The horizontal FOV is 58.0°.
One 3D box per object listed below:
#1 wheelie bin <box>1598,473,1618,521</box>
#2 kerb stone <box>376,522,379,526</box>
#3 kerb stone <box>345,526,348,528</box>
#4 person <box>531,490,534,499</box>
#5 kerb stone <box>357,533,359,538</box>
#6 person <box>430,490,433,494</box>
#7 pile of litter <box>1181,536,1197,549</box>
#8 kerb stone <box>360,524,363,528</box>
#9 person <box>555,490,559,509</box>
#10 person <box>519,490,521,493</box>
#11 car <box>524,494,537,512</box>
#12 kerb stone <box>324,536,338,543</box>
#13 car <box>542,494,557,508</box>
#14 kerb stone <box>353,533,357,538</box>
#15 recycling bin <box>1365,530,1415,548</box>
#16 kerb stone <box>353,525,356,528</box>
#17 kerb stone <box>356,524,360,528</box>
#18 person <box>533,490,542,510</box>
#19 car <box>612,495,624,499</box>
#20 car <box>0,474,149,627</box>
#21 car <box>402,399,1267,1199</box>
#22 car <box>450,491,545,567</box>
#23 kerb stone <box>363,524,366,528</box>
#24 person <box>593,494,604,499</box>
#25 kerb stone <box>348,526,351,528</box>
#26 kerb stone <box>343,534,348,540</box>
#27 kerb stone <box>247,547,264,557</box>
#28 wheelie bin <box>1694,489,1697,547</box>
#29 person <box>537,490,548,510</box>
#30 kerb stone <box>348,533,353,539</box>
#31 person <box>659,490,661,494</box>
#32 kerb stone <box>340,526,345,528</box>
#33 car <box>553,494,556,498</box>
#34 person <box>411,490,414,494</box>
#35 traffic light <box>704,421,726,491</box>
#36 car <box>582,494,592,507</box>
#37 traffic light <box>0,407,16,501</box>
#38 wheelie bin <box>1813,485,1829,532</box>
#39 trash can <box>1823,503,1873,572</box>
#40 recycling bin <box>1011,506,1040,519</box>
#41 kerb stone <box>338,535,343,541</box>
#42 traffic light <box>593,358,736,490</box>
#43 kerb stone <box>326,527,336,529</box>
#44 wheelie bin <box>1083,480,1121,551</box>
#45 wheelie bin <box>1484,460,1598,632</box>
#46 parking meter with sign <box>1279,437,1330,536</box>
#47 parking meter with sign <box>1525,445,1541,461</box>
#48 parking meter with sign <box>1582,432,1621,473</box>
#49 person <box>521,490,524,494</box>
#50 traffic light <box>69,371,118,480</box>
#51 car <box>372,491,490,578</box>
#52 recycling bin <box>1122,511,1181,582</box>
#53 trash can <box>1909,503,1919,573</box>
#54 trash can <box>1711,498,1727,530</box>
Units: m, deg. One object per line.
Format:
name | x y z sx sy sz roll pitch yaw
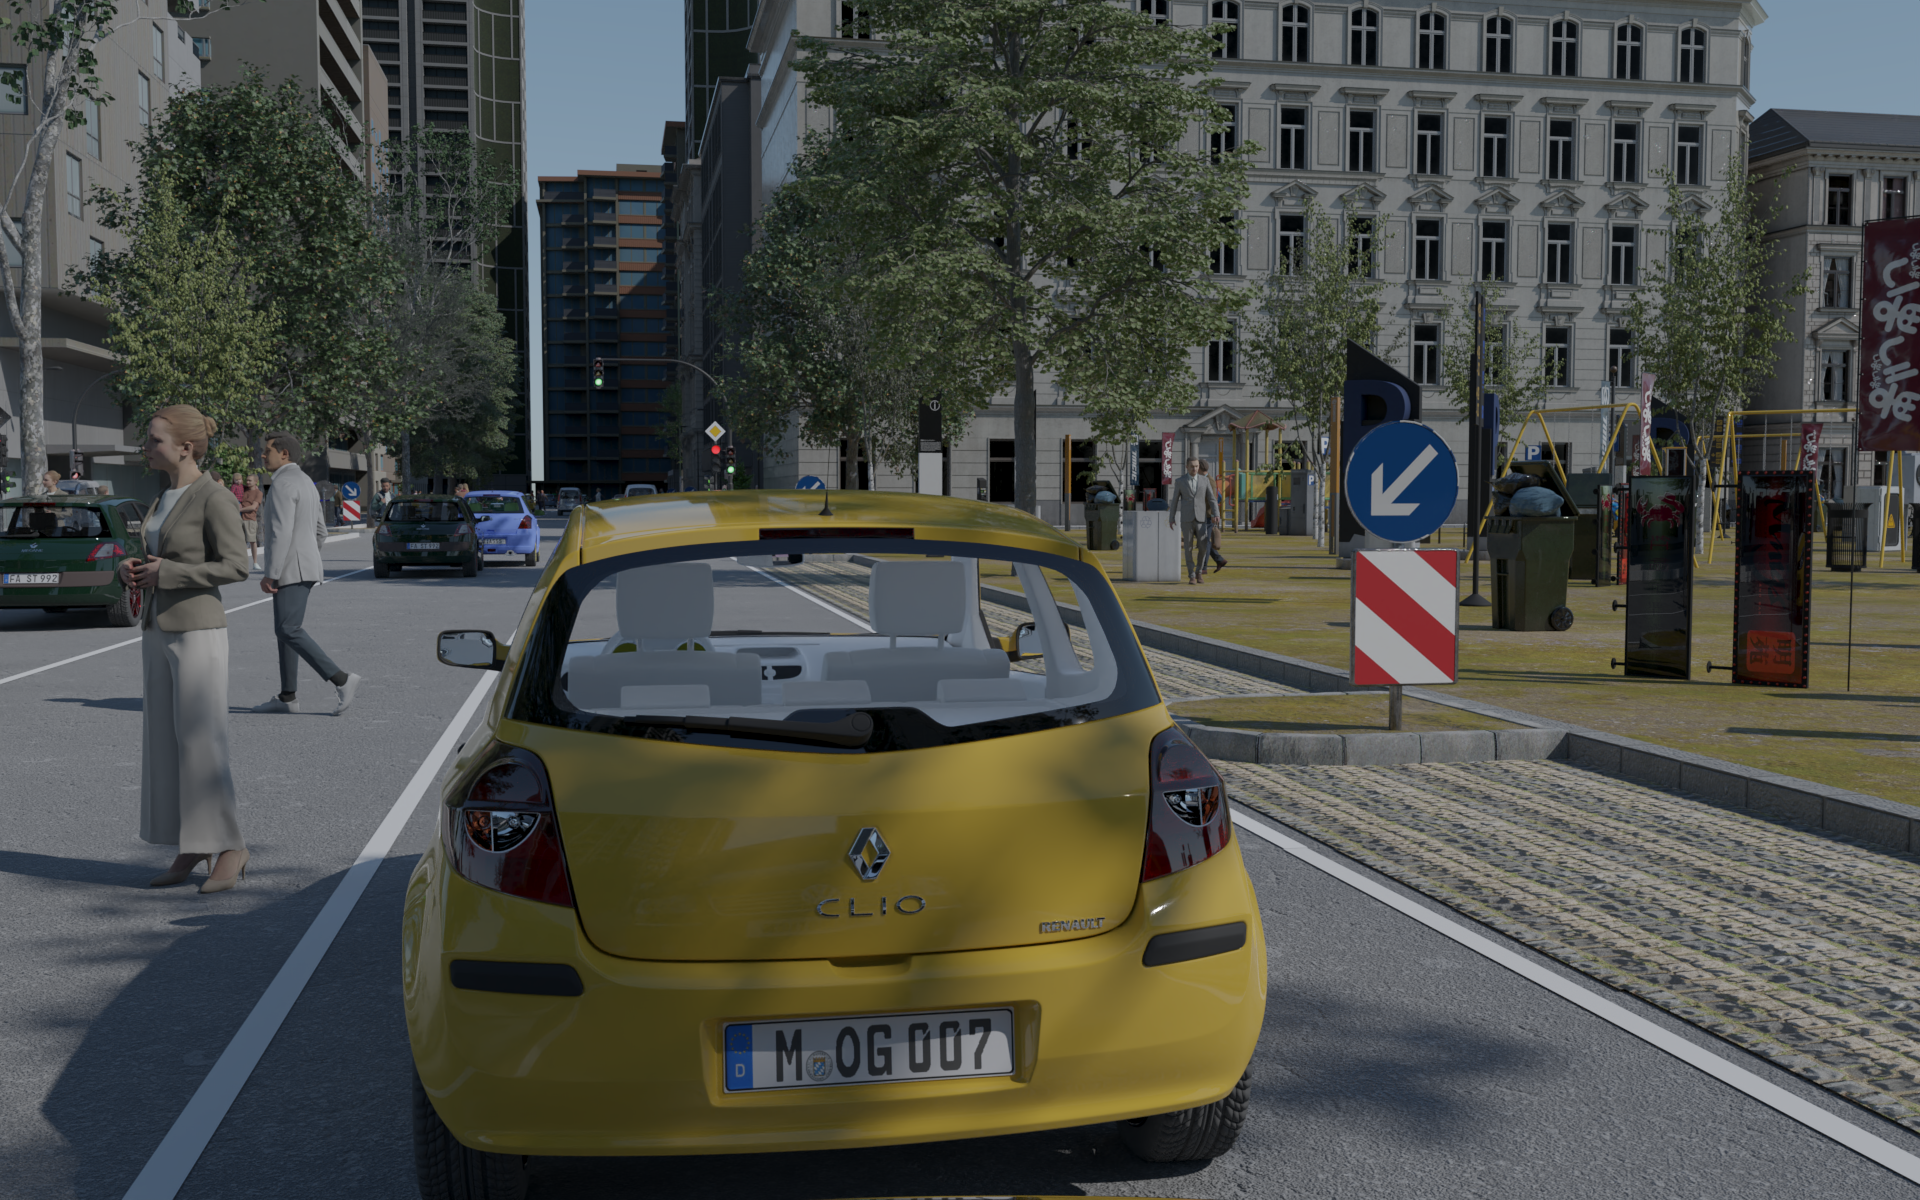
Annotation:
wheelie bin | 9.438 -1.113 26.100 0.980 1.594 0.693 1 4 22
kerb stone | -26.509 -3.477 79.100 0.120 0.150 1.000 -1 4 -11
kerb stone | -24.277 -2.805 68.050 0.120 0.150 1.000 -1 4 -11
person | -45.503 -10.772 184.561 0.705 1.831 1.348 -1 4 -11
kerb stone | -19.855 -2.119 56.847 0.120 0.150 1.000 -1 4 -11
person | -55.629 -10.653 182.303 1.348 1.869 0.705 -1 4 -22
pile of litter | 4.889 -1.650 40.946 1.719 0.858 1.176 1 4 17
kerb stone | -25.079 -3.050 72.068 0.120 0.150 1.000 -1 4 -11
person | -39.290 -9.808 168.884 0.705 1.821 1.348 -1 4 -10
person | -36.805 -8.334 145.213 0.568 1.767 0.683 -1 4 -11
car | -34.255 -7.697 136.069 2.015 1.641 3.980 -1 4 -12
kerb stone | -18.833 -1.813 51.831 0.120 0.150 1.000 -1 4 -11
car | -43.646 -10.496 183.613 2.014 1.417 4.499 -1 4 -11
kerb stone | -19.649 -2.054 55.846 0.120 0.150 1.000 -1 4 -11
recycling bin | 6.468 -0.825 26.049 0.722 1.027 0.722 1 4 14
kerb stone | -24.675 -2.927 70.056 0.120 0.150 1.000 -1 4 -11
kerb stone | -24.877 -2.989 71.065 0.120 0.150 1.000 -1 4 -11
person | -35.280 -8.290 144.579 0.750 1.759 0.617 -2 4 -28
car | -36.327 -10.611 185.854 2.083 1.381 4.827 -1 4 -10
car | -9.993 -0.617 19.867 2.009 1.686 4.222 -1 4 -11
car | -0.520 0.320 4.986 2.015 1.641 3.980 -1 4 -11
car | -9.472 -1.575 35.343 1.945 1.707 3.694 -1 4 -12
kerb stone | -25.280 -3.112 73.074 0.120 0.150 1.000 -1 4 -11
person | -41.203 -11.570 197.673 1.348 1.824 0.705 -2 4 -24
kerb stone | -24.473 -2.860 69.054 0.120 0.150 1.000 -1 4 -11
kerb stone | -19.244 -1.930 53.836 0.120 0.150 1.000 -1 4 -11
kerb stone | -16.591 -1.135 40.760 0.120 0.150 1.000 -1 4 -11
wheelie bin | 17.372 -2.076 41.849 0.980 1.594 0.693 -1 4 -15
person | -36.642 -8.746 152.047 0.990 1.755 0.434 -1 4 -20
kerb stone | -19.444 -1.996 54.841 0.120 0.150 1.000 -1 4 -11
person | -35.870 -12.289 206.998 0.705 1.821 1.348 -1 4 -11
kerb stone | -24.059 -2.743 67.050 0.120 0.150 1.000 -1 4 -11
car | -49.888 -12.431 212.048 1.959 1.807 4.718 -1 4 -10
person | -59.270 -11.060 187.548 1.217 1.739 0.721 -3 5 -41
traffic light | -9.434 -4.759 66.725 0.839 4.253 0.868 -1 4 -11
car | -35.899 -9.293 163.733 2.131 1.459 4.920 -1 4 -11
traffic light | -30.153 -4.003 54.376 0.839 4.253 0.868 -1 4 -11
wheelie bin | 28.690 -3.074 58.170 0.693 1.594 0.980 -2 4 -25
trash can | 14.726 -1.046 28.754 0.748 1.137 0.748 0 3 0
recycling bin | 1.394 -1.548 37.860 0.722 1.027 0.722 0 4 3
kerb stone | -19.035 -1.874 52.833 0.120 0.150 1.000 -1 4 -11
traffic light | -9.880 -5.118 58.345 4.771 5.953 1.251 -1 4 -11
kerb stone | -23.658 -2.620 65.034 0.120 0.150 1.000 -1 4 -11
wheelie bin | 3.235 -1.930 39.471 0.693 1.594 0.980 -2 4 -33
wheelie bin | 5.382 -0.516 16.349 0.693 1.594 0.980 -1 4 -14
parking meter with sign | 10.558 -3.485 53.245 0.543 3.016 1.738 -3 4 -36
parking meter with sign | 20.493 -4.058 62.612 0.543 3.016 1.738 0 4 5
parking meter with sign | 17.664 -3.180 48.260 1.738 3.016 0.543 -3 5 -40
person | -44.201 -10.154 174.533 1.348 1.821 0.705 1 4 9
traffic light | -29.707 -5.381 62.650 4.771 5.953 1.251 -1 4 -11
car | -9.480 -1.300 31.038 2.009 1.686 4.222 -1 4 -13
recycling bin | 2.832 -0.799 25.615 0.722 1.027 0.722 -1 4 -9
trash can | 15.807 -1.007 28.117 0.748 1.137 0.748 0 3 0
trash can | 26.708 -3.032 61.234 0.748 1.137 0.748 0 3 0
